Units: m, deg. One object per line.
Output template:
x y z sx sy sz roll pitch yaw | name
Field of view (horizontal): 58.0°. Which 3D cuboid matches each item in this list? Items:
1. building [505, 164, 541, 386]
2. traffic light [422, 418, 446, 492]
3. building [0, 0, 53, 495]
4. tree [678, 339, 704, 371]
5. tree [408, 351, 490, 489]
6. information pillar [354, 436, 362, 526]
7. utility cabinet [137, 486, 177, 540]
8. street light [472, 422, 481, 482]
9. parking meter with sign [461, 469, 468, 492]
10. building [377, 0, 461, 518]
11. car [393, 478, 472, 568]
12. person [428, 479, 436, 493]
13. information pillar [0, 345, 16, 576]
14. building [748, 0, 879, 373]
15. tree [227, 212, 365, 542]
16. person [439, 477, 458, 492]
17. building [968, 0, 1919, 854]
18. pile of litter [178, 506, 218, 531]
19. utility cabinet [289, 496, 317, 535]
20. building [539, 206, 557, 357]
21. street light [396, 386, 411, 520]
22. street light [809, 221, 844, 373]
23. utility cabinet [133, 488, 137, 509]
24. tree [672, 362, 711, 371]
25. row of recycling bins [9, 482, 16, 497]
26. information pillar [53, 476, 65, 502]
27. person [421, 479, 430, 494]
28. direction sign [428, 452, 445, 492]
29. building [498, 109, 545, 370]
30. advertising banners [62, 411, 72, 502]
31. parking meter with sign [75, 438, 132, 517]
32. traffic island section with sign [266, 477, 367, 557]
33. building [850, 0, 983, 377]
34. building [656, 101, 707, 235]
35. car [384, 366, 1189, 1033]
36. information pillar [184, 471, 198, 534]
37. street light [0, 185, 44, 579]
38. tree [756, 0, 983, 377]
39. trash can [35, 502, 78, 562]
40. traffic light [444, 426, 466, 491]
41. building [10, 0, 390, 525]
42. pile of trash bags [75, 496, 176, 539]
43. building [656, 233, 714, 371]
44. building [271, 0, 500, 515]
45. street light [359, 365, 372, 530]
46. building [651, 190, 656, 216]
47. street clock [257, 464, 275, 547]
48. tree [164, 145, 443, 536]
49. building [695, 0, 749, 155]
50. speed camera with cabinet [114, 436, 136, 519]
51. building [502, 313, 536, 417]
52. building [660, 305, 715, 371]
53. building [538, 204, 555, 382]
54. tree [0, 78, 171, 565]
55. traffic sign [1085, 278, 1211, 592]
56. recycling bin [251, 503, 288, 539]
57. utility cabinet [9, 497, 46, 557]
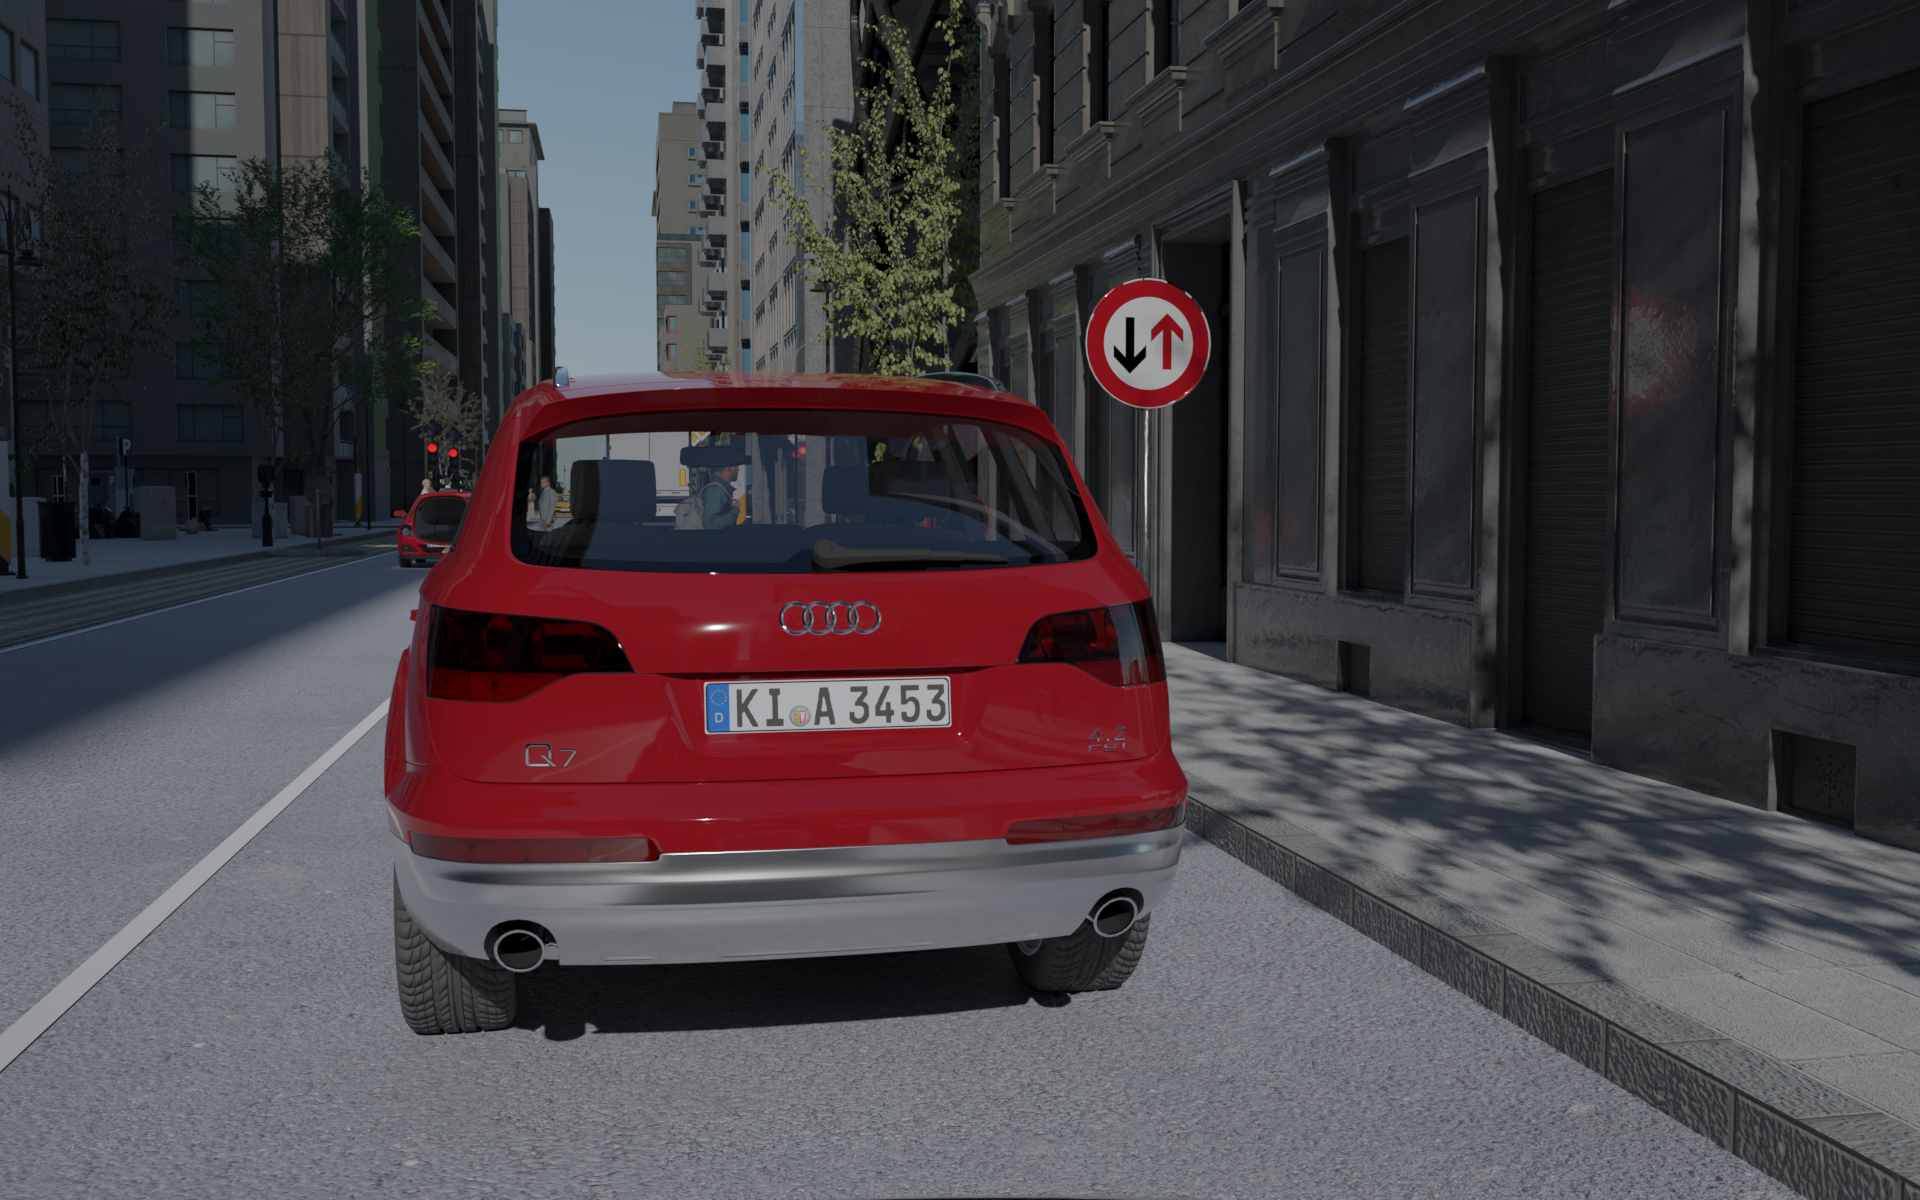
-58.029 -32.099 208.411 14.154 41.232 14.086 -1 4 -11 | building
-19.460 -4.597 64.087 0.839 4.253 0.868 -1 4 -11 | traffic light
-42.056 -27.832 44.285 27.495 52.752 28.713 -1 4 -11 | building
-11.730 -8.017 81.444 4.737 8.622 4.395 0 3 0 | tree
-26.509 -8.491 89.189 4.360 8.622 3.978 0 3 0 | tree
-24.536 -4.846 70.586 0.183 3.616 0.504 0 4 4 | information pillar
-22.318 -2.419 48.228 0.318 1.500 1.173 1 4 10 | utility cabinet
-30.096 -8.259 107.829 0.468 5.910 1.993 -1 4 -11 | street light
-33.916 -7.474 118.453 0.543 3.016 1.738 -2 4 -24 | parking meter with sign
-41.437 -29.178 100.763 21.300 48.544 21.600 -1 4 -11 | building
-10.328 -1.600 35.193 2.155 1.783 4.494 -1 4 -11 | car
-15.180 -2.502 49.210 0.447 1.846 0.655 1 4 9 | person
-15.101 -2.184 27.060 0.183 3.616 0.504 2 4 25 | information pillar
-0.103 -14.577 56.357 12.078 24.808 19.932 -1 4 -11 | building
-18.092 -5.822 45.547 4.360 8.622 3.978 0 3 0 | tree
-14.470 -2.529 49.213 0.648 1.900 0.474 -2 4 -25 | person
6.472 -10.107 14.396 9.793 20.994 18.267 -1 4 -11 | building
-26.365 -2.812 59.947 1.176 0.858 1.719 -3 5 -41 | pile of litter
-20.691 -2.673 54.862 0.306 1.237 1.020 2 4 35 | utility cabinet
-77.510 -40.544 282.497 23.786 49.044 30.456 -1 4 -11 | building
-23.155 -6.079 72.184 0.468 5.910 1.993 -1 4 -11 | street light
-2.252 -3.471 29.532 0.468 5.910 1.993 -1 4 -11 | street light
-27.194 -3.040 58.387 1.173 1.500 0.318 0 4 0 | utility cabinet
-14.743 -8.830 94.727 4.360 8.622 3.978 0 3 0 | tree
-26.214 -2.320 45.044 1.069 1.692 3.534 1 4 19 | row of recycling bins
-36.007 -3.960 69.230 0.304 2.012 0.304 2 4 34 | information pillar
-14.840 -2.427 48.055 0.818 1.842 0.514 -2 4 -30 | person
-28.255 -6.210 93.523 0.876 3.537 0.379 -2 4 -32 | direction sign
-72.192 -39.737 238.937 28.713 52.752 27.495 -1 4 -11 | building
-19.414 -2.536 37.656 0.090 3.025 2.074 -2 4 -24 | advertising banners
-26.810 -3.539 54.124 1.738 3.016 0.543 0 4 7 | parking meter with sign
-14.808 -1.916 39.962 1.989 1.847 2.006 -1 4 -11 | traffic island section with sign
5.841 -10.472 38.665 16.820 18.784 16.811 -1 4 -11 | building
-26.074 -35.993 212.188 21.300 48.544 21.600 -1 4 -11 | building
-0.851 0.145 6.307 2.281 1.827 5.304 -1 4 -13 | car
-24.788 -3.140 55.838 0.304 2.012 0.304 -3 5 -41 | information pillar
-14.211 -3.258 26.055 0.468 5.910 1.993 -1 4 -11 | street light
-0.518 -4.601 25.591 4.737 8.622 4.395 0 3 0 | tree
-17.150 -1.301 32.925 0.748 1.137 0.748 0 3 0 | trash can
-20.982 -5.077 71.926 0.839 4.253 0.868 -1 4 -11 | traffic light
-33.708 -24.013 76.207 14.154 41.232 14.086 -1 4 -11 | building
-24.496 -2.500 50.627 1.912 1.369 3.447 2 4 28 | pile of trash bags
-26.919 -25.855 194.425 14.160 30.474 14.107 -1 4 -11 | building
-41.756 -27.215 128.563 14.154 41.232 14.086 -1 4 -11 | building
-21.204 -5.455 61.975 0.468 5.910 1.993 -1 4 -11 | street light
-37.180 -43.034 292.848 28.713 52.752 27.495 -1 4 -11 | building
-16.920 -2.305 42.264 0.358 2.002 0.471 0 4 2 | street clock
-19.705 -7.776 52.899 9.928 11.665 9.643 0 3 0 | tree
-6.362 -30.468 117.763 23.786 49.044 30.456 -1 4 -11 | building
-28.412 -3.943 58.808 0.660 3.252 2.038 -1 4 -20 | speed camera with cabinet
-60.582 -20.895 186.668 27.650 21.520 28.899 -1 4 -11 | building
-15.951 -20.178 174.957 27.650 21.520 28.899 -1 4 -11 | building
-68.499 -37.403 261.652 14.600 45.320 14.200 -1 4 -11 | building
-15.871 -4.949 31.281 4.360 8.622 3.978 0 3 0 | tree
1.104 -0.625 10.320 0.768 2.556 0.104 -1 4 -10 | traffic sign
-20.065 -2.311 50.334 0.722 1.027 0.722 2 4 29 | recycling bin
-19.190 -1.478 35.325 1.020 1.237 0.306 0 4 2 | utility cabinet
